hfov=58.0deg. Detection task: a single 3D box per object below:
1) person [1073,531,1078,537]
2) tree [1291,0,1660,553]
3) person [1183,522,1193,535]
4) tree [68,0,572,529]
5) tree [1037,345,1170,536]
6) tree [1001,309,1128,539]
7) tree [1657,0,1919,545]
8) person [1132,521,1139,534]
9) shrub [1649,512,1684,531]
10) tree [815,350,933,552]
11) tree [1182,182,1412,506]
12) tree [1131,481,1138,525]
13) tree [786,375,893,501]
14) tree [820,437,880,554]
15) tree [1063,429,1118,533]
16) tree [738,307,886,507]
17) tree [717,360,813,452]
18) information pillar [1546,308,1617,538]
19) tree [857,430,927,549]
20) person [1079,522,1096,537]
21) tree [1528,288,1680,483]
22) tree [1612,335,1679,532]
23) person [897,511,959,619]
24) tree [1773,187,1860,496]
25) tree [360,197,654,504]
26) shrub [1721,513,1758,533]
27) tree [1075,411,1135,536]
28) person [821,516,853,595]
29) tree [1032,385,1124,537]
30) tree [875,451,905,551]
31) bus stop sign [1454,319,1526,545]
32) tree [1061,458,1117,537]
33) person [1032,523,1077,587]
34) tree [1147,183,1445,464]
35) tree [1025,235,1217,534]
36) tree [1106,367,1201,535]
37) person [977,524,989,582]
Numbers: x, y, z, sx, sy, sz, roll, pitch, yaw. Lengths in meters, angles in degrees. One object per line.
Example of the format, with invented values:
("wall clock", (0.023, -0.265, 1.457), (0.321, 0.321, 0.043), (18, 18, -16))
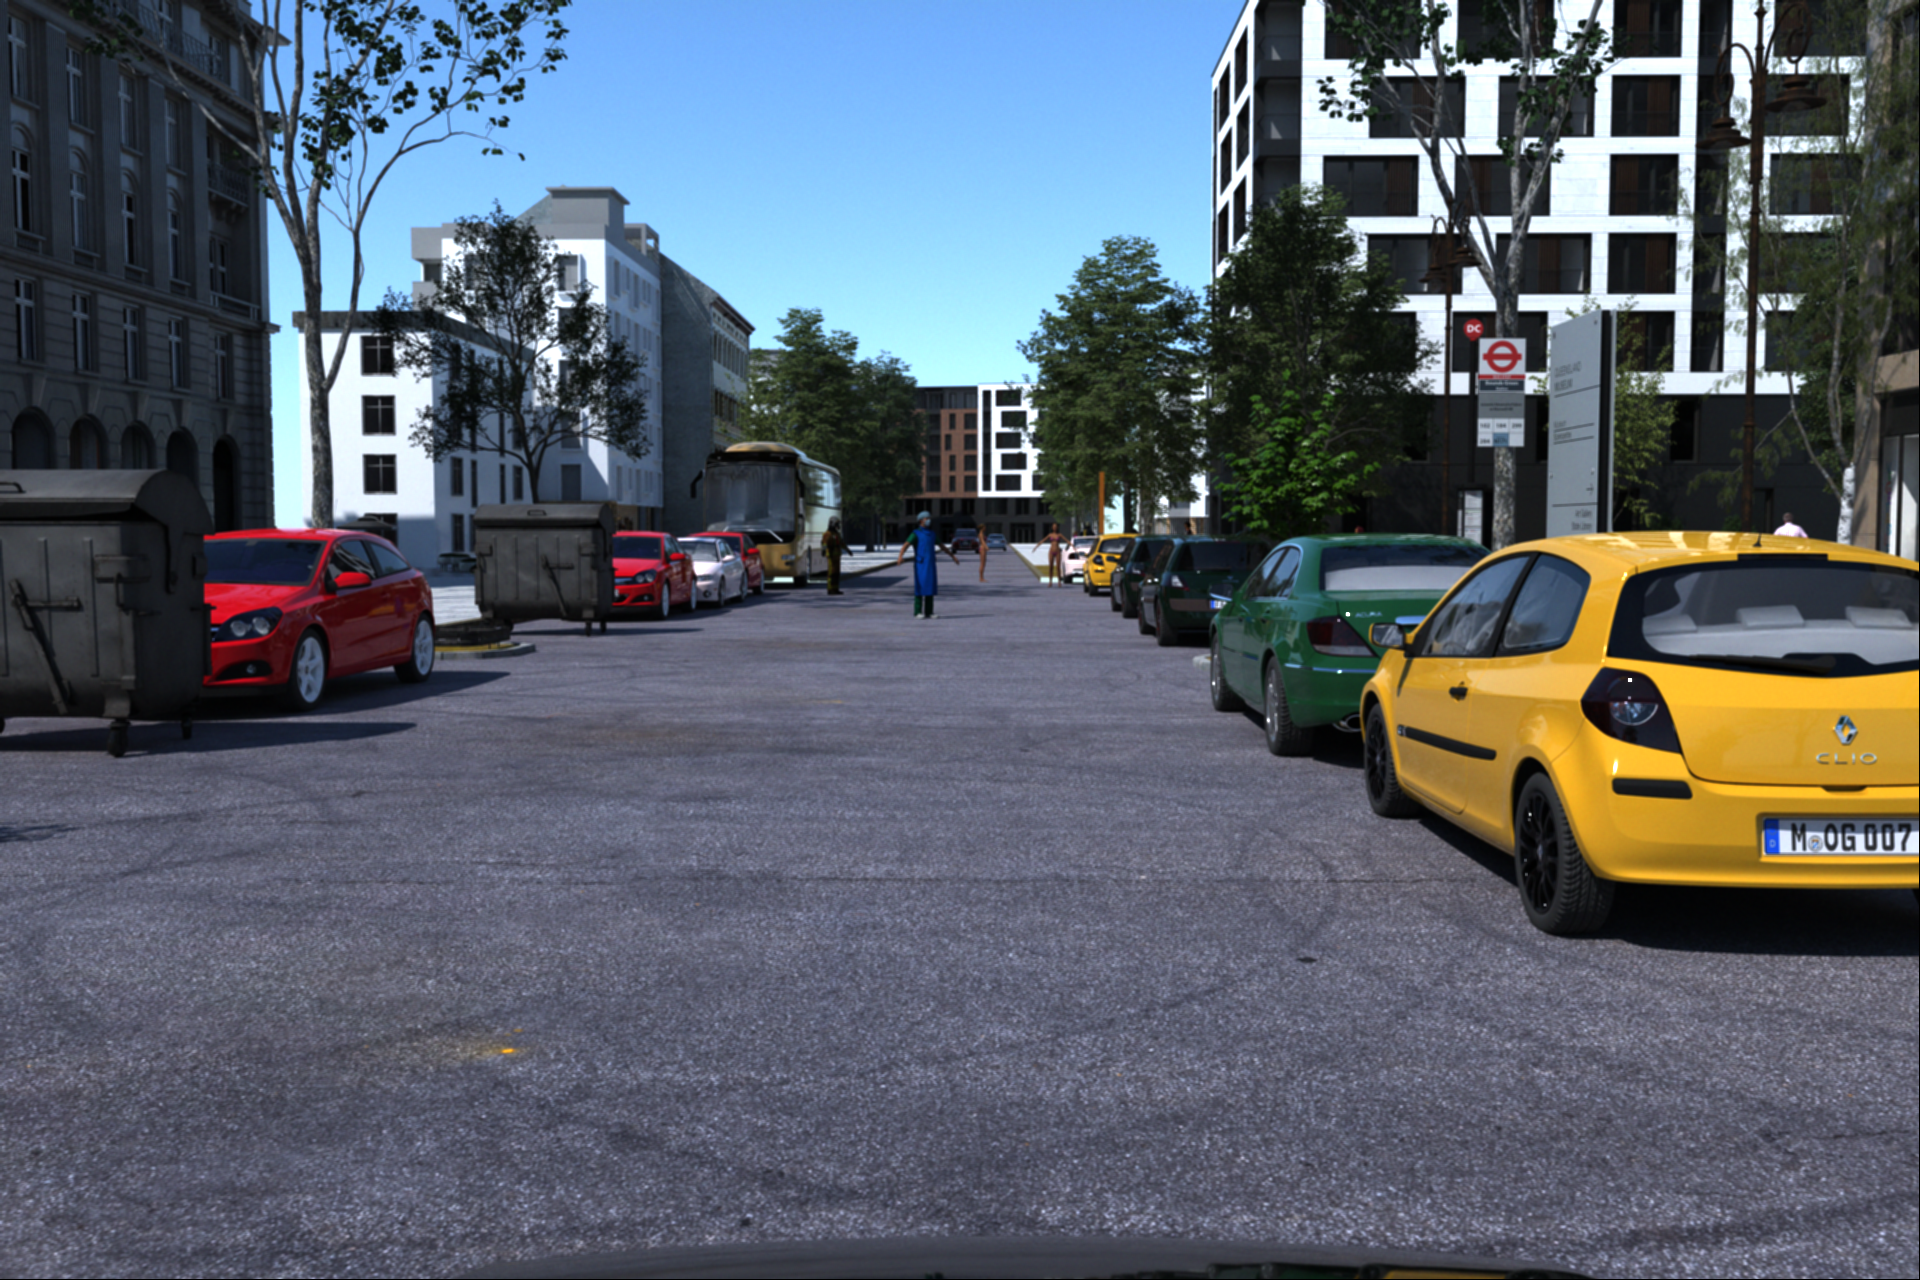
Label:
("person", (5.960, -4.821, 88.083), (0.599, 1.433, 0.991), (-1, 4, -17))
("tree", (8.832, -10.763, 31.857), (12.611, 20.169, 13.585), (0, 3, 0))
("person", (10.189, -4.387, 77.867), (0.704, 1.843, 1.345), (-1, 4, -23))
("tree", (-12.894, -10.729, 31.314), (12.611, 20.169, 13.585), (0, 3, 0))
("tree", (7.713, -10.233, 93.067), (9.928, 11.665, 9.643), (0, 3, 0))
("tree", (9.228, -17.683, 145.009), (12.611, 20.169, 13.585), (0, 3, 0))
("tree", (9.682, -4.183, 18.762), (4.360, 8.622, 3.978), (0, 3, 0))
("person", (7.413, -4.208, 74.728), (1.347, 1.837, 0.705), (2, 4, 31))
("shrub", (23.084, -3.195, 56.665), (1.690, 2.028, 1.600), (0, 3, 0))
("tree", (-6.341, -13.134, 121.396), (9.857, 13.997, 8.962), (0, 3, 0))
("tree", (10.974, -8.484, 56.840), (7.486, 12.596, 7.792), (0, 3, 0))
("tree", (27.037, -20.085, 246.515), (7.486, 12.596, 7.792), (0, 3, 0))
("tree", (-7.302, -10.052, 98.766), (7.601, 10.594, 8.767), (-1, 4, -23))
("tree", (-7.644, -9.742, 109.642), (4.360, 8.622, 3.978), (0, 3, 0))
("tree", (8.687, -9.840, 111.245), (4.360, 8.622, 3.978), (0, 3, 0))
("tree", (-7.527, -10.342, 87.221), (7.486, 12.596, 7.792), (0, 3, 0))
("tree", (-8.169, -7.487, 72.770), (4.737, 8.622, 4.395), (0, 3, 0))
("information pillar", (6.756, -1.688, 18.915), (0.184, 3.620, 1.656), (0, 4, 1))
("tree", (-6.540, -12.907, 145.435), (8.767, 10.594, 7.601), (2, 4, 28))
("person", (5.948, -4.557, 80.281), (1.354, 1.856, 0.705), (3, 5, 42))
("tree", (19.486, -6.265, 52.790), (4.737, 8.622, 4.395), (0, 3, 0))
("tree", (22.808, -6.730, 60.398), (4.737, 8.622, 4.395), (0, 3, 0))
("person", (-0.579, -1.272, 29.373), (1.347, 1.817, 0.704), (-3, 5, -42))
("tree", (29.642, -8.900, 52.165), (9.857, 13.997, 8.962), (0, 3, 0))
("tree", (-11.928, -6.965, 48.287), (7.601, 10.594, 8.767), (2, 4, 30))
("shrub", (27.585, -3.504, 61.711), (1.690, 2.028, 1.600), (0, 3, 0))
("tree", (7.645, -9.152, 100.006), (4.360, 8.622, 3.978), (0, 3, 0))
("person", (-2.946, -1.992, 40.793), (0.705, 1.858, 1.354), (2, 4, 26))
("tree", (8.814, -12.646, 124.886), (7.486, 12.596, 7.792), (0, 3, 0))
("tree", (-5.960, -11.106, 131.952), (4.737, 8.622, 4.395), (0, 3, 0))
("bus stop sign", (6.591, -2.012, 21.591), (0.855, 3.939, 0.416), (0, 4, 1))
("tree", (8.022, -10.170, 116.640), (4.360, 8.622, 3.978), (0, 3, 0))
("person", (2.564, -2.300, 46.863), (1.217, 1.733, 0.721), (1, 4, 10))
("tree", (9.466, -6.822, 45.955), (8.767, 10.594, 7.601), (-3, 4, -38))
("tree", (6.047, -9.083, 66.628), (7.486, 12.596, 7.792), (0, 3, 0))
("tree", (7.715, -7.603, 74.675), (4.360, 8.622, 3.978), (0, 3, 0))
("person", (0.762, -2.624, 52.166), (0.721, 1.733, 1.217), (0, 4, -4))
